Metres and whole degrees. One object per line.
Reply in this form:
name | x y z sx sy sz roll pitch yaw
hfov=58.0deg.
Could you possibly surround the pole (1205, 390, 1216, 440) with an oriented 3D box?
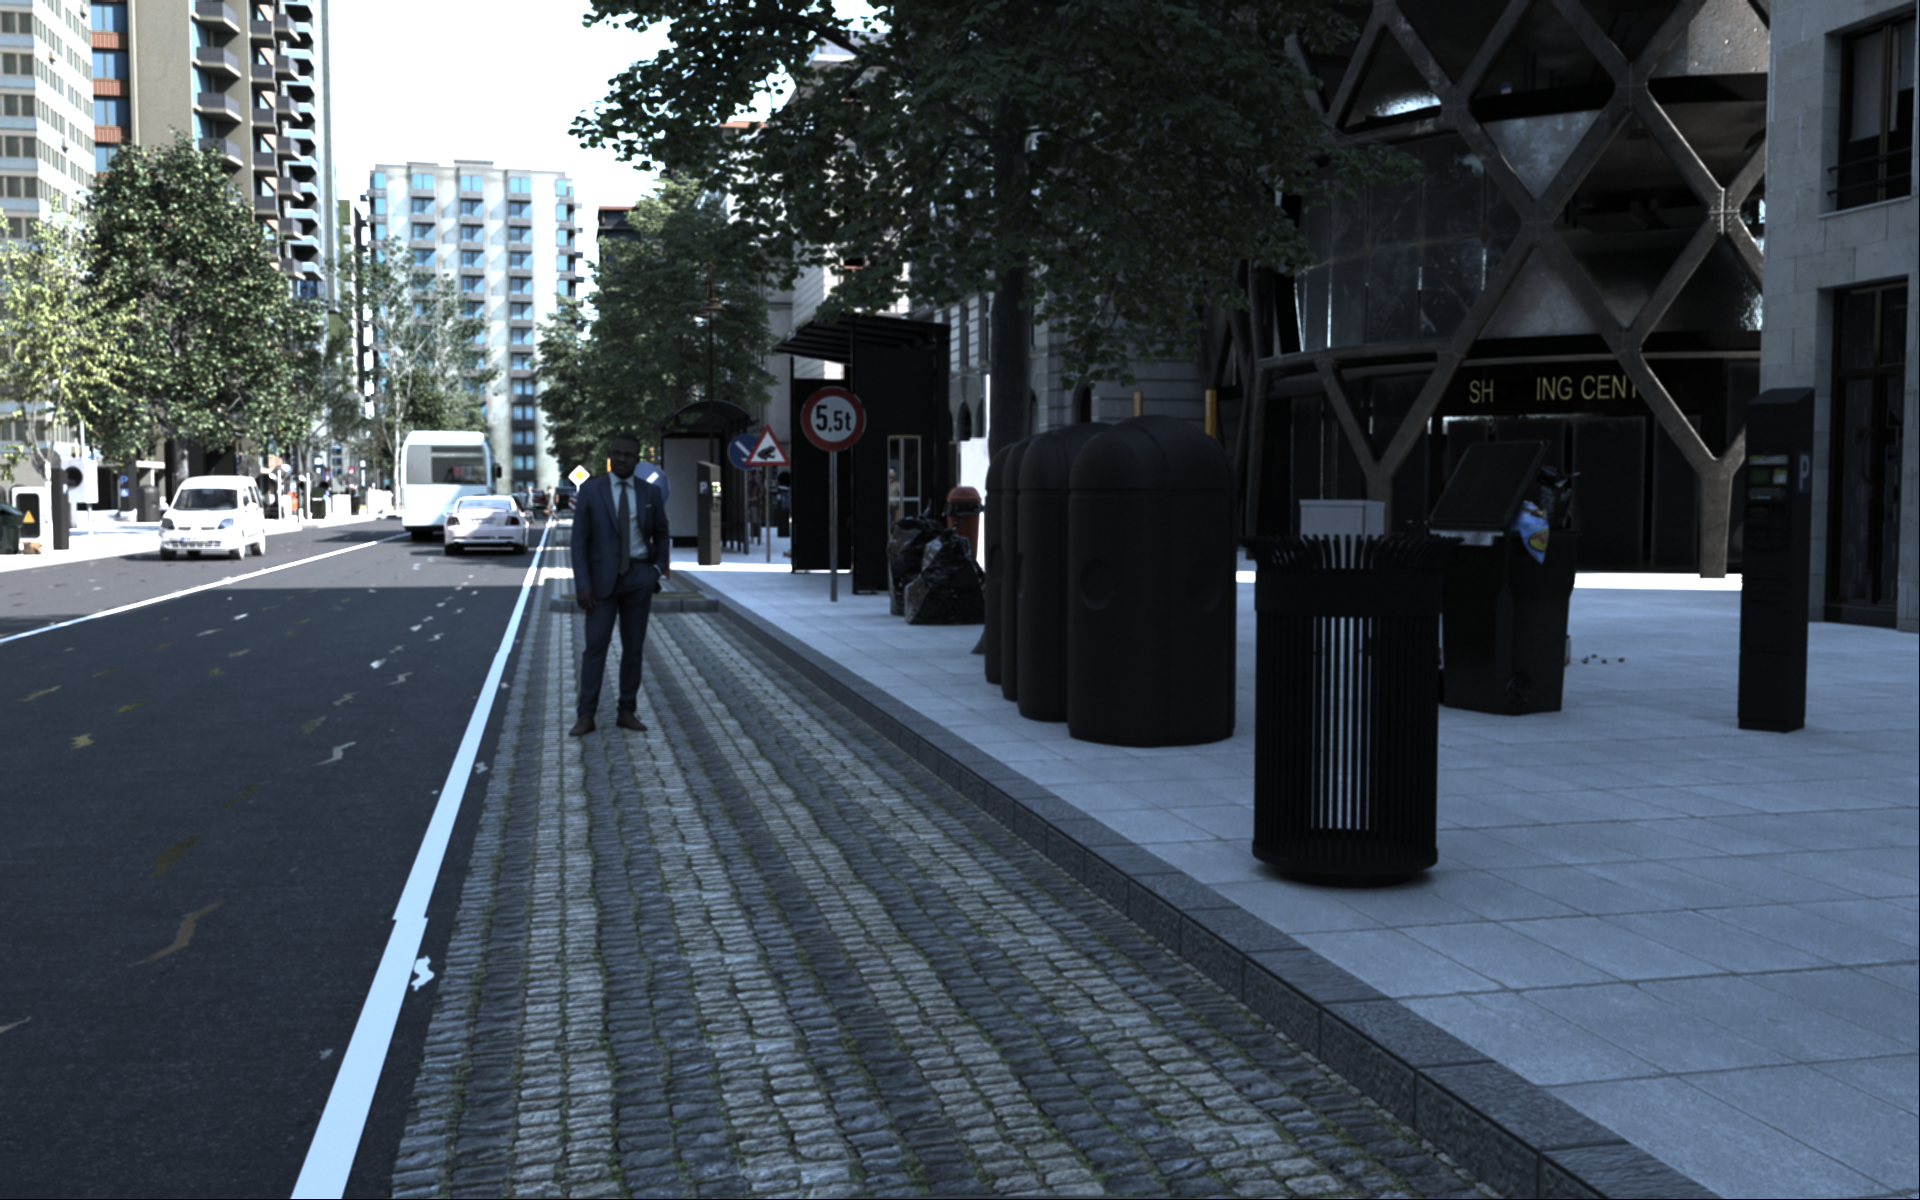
pole | 4.903 -2.453 33.944 0.158 3.312 0.155 0 3 0

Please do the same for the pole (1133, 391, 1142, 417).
pole | 3.529 -2.485 34.473 0.158 3.312 0.155 0 3 0

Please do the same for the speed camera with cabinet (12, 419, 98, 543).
speed camera with cabinet | -23.839 -3.134 45.576 2.038 3.252 0.660 0 4 4

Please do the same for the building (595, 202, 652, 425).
building | -40.384 -36.748 255.450 28.867 44.769 22.147 -1 4 -13

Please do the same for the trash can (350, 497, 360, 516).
trash can | -35.193 -5.442 100.637 0.748 1.137 0.748 0 3 0

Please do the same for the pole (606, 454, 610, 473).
pole | -17.282 -5.592 85.271 0.158 3.312 0.155 0 3 0

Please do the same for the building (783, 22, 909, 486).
building | 2.281 -19.034 98.593 23.554 28.519 14.401 -1 4 -13

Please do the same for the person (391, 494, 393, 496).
person | -62.258 -11.033 189.627 0.799 1.438 0.628 1 4 15

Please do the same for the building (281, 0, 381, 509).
building | -83.301 -53.980 195.249 31.000 86.520 22.319 -1 4 -13

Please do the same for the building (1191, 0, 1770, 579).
building | 13.696 -10.192 34.095 16.820 18.784 16.811 -1 4 -13

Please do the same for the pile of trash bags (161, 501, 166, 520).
pile of trash bags | -38.502 -4.684 86.338 1.912 1.369 3.447 0 4 0

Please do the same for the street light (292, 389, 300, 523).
street light | -28.941 -6.287 75.582 0.468 5.910 1.993 -1 4 -13

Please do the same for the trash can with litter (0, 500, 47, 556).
trash can with litter | -19.741 -1.527 36.349 1.055 1.170 0.624 0 4 -1

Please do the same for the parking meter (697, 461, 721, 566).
parking meter | -4.477 -1.543 30.938 0.399 1.863 0.255 3 4 37

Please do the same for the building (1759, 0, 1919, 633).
building | 15.248 -9.525 10.488 10.420 20.320 16.860 -1 4 -13

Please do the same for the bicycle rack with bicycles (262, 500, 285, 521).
bicycle rack with bicycles | -33.633 -4.240 82.709 2.852 0.926 2.925 1 4 22

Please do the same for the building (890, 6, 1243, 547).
building | 6.422 -12.933 53.254 13.314 21.916 24.055 -1 4 -13

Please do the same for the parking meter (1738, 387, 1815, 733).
parking meter | 4.440 -0.227 9.423 0.255 1.863 0.399 3 5 42

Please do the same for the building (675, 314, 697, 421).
building | -15.018 -20.501 180.233 27.650 21.520 28.899 -1 4 -13

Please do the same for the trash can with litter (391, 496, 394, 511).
trash can with litter | -44.386 -7.536 134.273 2.233 1.210 1.678 -2 4 -35

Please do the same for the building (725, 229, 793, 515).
building | -9.551 -15.400 116.411 10.561 19.102 19.286 -1 4 -13

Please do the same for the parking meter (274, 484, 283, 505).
parking meter | -38.021 -5.560 96.610 0.255 1.863 0.399 3 5 44

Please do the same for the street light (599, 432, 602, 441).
street light | -23.623 -8.660 114.378 0.468 5.910 1.993 -1 4 -13

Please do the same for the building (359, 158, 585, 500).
building | -69.710 -38.544 249.798 30.456 49.044 23.786 -1 4 -13

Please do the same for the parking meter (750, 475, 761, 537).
parking meter | -6.131 -2.821 51.839 0.255 1.863 0.399 1 4 12

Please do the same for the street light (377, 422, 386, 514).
street light | -37.372 -8.506 111.864 0.468 5.910 1.993 -1 4 -13

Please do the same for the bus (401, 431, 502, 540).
bus | -16.760 -3.826 57.417 2.948 3.499 13.247 -1 4 -14

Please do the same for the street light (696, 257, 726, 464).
street light | -4.879 -3.742 33.977 0.468 5.910 1.993 -1 4 -13

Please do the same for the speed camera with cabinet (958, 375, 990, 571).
speed camera with cabinet | 0.215 -2.150 29.490 0.660 3.252 2.038 0 4 -3

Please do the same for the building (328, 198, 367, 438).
building | -90.500 -34.047 240.263 14.086 41.232 14.154 -1 4 -13

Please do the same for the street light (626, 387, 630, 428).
street light | -13.385 -5.961 70.242 0.468 5.910 1.993 -1 4 -13

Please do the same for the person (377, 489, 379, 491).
person | -61.534 -10.828 183.048 1.348 1.831 0.705 -2 4 -28

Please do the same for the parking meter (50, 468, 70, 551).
parking meter | -20.435 -2.056 39.335 0.255 1.863 0.399 0 4 -5

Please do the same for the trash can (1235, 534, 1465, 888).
trash can | 1.297 0.357 5.822 0.748 1.137 0.748 0 3 0

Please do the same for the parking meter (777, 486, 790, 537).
parking meter | -5.243 -2.635 51.499 0.372 1.533 0.369 0 3 0

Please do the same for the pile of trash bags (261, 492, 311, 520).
pile of trash bags | -34.821 -4.749 87.406 1.912 1.369 3.447 2 4 25

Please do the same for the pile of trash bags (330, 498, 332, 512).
pile of trash bags | -44.982 -6.807 121.054 3.447 1.369 1.912 3 5 42

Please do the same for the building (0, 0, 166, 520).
building | -58.995 -24.251 88.380 32.217 40.220 23.993 -1 4 -13

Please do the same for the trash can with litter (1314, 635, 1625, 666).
trash can with litter | 3.834 -0.143 13.401 2.233 1.210 1.678 3 4 38

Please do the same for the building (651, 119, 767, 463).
building | -24.470 -33.784 206.995 22.147 44.769 28.867 -1 4 -13

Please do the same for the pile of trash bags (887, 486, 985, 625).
pile of trash bags | 0.157 -0.544 18.646 1.912 1.369 3.447 0 4 -6

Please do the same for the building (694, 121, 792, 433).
building | -14.722 -22.174 140.038 11.434 29.767 29.804 -1 4 -13

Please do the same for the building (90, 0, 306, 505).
building | -59.510 -28.671 123.393 22.147 44.769 28.867 -1 4 -13

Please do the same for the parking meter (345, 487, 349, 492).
parking meter | -48.939 -8.113 138.355 0.399 1.863 0.255 -1 4 -17

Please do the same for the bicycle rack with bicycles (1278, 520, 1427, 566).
bicycle rack with bicycles | 5.793 -0.624 23.583 2.925 0.926 2.852 1 4 11
